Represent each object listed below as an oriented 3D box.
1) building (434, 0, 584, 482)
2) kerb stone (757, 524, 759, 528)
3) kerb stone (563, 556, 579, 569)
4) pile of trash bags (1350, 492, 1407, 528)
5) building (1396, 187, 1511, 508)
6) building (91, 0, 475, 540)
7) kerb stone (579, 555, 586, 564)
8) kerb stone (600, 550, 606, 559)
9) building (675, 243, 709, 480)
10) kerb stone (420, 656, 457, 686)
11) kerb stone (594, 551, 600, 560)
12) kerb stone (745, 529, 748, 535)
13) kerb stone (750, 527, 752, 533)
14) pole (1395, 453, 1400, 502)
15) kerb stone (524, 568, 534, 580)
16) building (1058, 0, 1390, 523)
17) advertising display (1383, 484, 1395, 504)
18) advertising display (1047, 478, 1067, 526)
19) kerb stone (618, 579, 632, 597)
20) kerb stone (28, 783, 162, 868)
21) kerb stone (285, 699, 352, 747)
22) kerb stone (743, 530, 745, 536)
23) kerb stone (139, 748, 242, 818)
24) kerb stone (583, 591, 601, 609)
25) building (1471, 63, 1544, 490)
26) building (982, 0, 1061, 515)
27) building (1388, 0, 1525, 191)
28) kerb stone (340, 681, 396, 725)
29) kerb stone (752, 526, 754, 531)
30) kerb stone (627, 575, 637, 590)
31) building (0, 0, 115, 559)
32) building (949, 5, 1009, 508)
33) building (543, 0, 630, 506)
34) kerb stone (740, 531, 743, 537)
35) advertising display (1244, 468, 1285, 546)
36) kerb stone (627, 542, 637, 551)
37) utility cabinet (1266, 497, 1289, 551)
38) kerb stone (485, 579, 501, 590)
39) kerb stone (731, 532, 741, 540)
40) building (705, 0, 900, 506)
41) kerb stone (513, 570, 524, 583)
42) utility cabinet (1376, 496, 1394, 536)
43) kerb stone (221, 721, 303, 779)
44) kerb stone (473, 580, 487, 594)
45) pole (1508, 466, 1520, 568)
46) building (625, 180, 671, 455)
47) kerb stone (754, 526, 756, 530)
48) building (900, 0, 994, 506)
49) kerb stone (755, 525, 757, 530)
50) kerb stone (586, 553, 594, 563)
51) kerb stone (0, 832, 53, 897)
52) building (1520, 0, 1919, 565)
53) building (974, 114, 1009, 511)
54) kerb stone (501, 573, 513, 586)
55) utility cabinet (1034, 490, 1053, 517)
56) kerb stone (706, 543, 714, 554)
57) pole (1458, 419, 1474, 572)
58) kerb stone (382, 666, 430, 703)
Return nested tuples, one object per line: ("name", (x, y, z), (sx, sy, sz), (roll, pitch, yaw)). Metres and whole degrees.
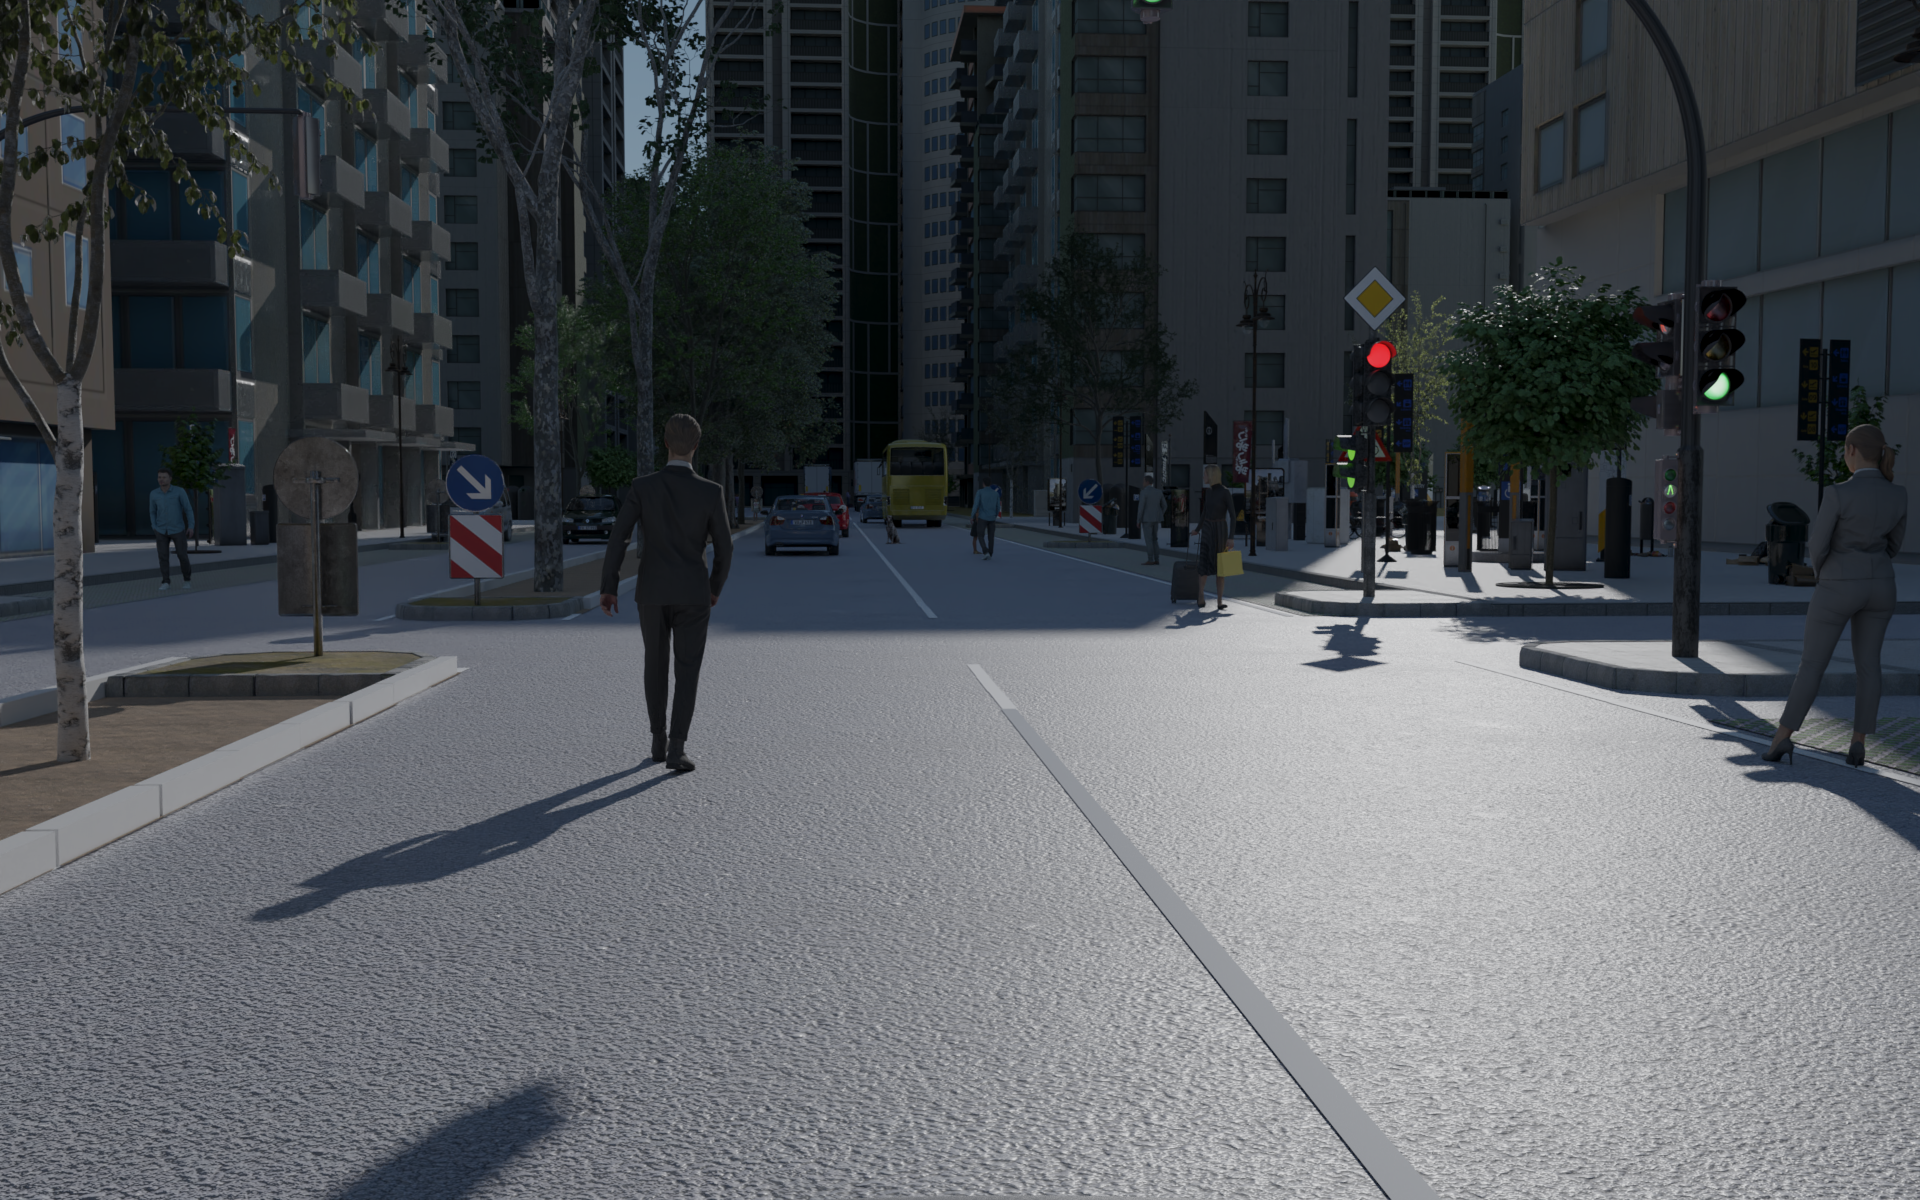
("building", (-29.922, -20.156, 101.248), (14.160, 30.474, 14.107), (0, 4, -4))
("kerb stone", (-8.197, -2.863, 69.003), (0.120, 0.150, 1.000), (0, 4, -4))
("kerb stone", (-7.681, -0.727, 34.080), (0.120, 0.150, 1.000), (0, 4, -4))
("pile of trash bags", (15.670, -3.445, 66.071), (1.912, 1.369, 3.447), (-1, 4, -20))
("building", (43.411, -24.162, 166.757), (14.107, 30.474, 14.160), (0, 4, -4))
("building", (-30.794, -26.898, 59.398), (23.786, 49.044, 30.456), (0, 4, -4))
("kerb stone", (-7.757, -0.790, 35.105), (0.120, 0.150, 1.000), (0, 4, -4))
("kerb stone", (-7.986, -0.977, 38.166), (0.120, 0.150, 1.000), (0, 4, -4))
("building", (-34.350, -25.370, 186.507), (14.107, 30.474, 14.160), (0, 4, -4))
("kerb stone", (-4.019, 0.552, 13.259), (0.120, 0.150, 1.000), (0, 4, -4))
("kerb stone", (-7.913, -0.914, 37.146), (0.120, 0.150, 1.000), (0, 4, -4))
("kerb stone", (-7.499, -2.299, 59.805), (0.120, 0.150, 1.000), (0, 4, -4))
("kerb stone", (-7.736, -2.484, 62.876), (0.120, 0.150, 1.000), (0, 4, -4))
("pole", (17.335, -4.575, 68.638), (0.158, 3.312, 0.155), (0, 3, 0))
("kerb stone", (-7.302, -0.409, 28.972), (0.120, 0.150, 1.000), (0, 4, -4))
("building", (11.430, -18.987, 82.140), (14.160, 30.474, 14.107), (0, 4, -4))
("advertising display", (24.229, -5.656, 97.688), (0.974, 1.923, 0.123), (1, 4, 10))
("advertising display", (3.901, -3.943, 69.675), (0.974, 1.923, 0.123), (-3, 5, -41))
("kerb stone", (-4.895, -0.174, 25.035), (0.120, 0.150, 1.000), (0, 4, -4))
("kerb stone", (-3.548, 0.922, 7.124), (0.120, 0.150, 1.000), (0, 4, -4))
("kerb stone", (-3.789, 0.735, 10.188), (0.120, 0.150, 1.000), (0, 4, -4))
("kerb stone", (-7.350, -2.175, 57.765), (0.120, 0.150, 1.000), (0, 4, -4))
("kerb stone", (-3.622, 0.859, 8.149), (0.120, 0.150, 1.000), (0, 4, -4))
("kerb stone", (-4.673, 0.017, 21.961), (0.120, 0.150, 1.000), (0, 4, -4))
("building", (58.450, -29.592, 167.428), (14.086, 41.232, 14.154), (0, 4, -4))
("building", (14.012, -30.176, 112.994), (23.786, 49.044, 30.456), (0, 4, -4))
("building", (52.507, -46.285, 195.005), (20.611, 71.187, 20.563), (0, 4, -4))
("kerb stone", (-3.855, 0.672, 11.211), (0.120, 0.150, 1.000), (0, 4, -4))
("kerb stone", (-7.884, -2.613, 64.922), (0.120, 0.150, 1.000), (0, 4, -4))
("kerb stone", (-4.977, -0.236, 26.056), (0.120, 0.150, 1.000), (0, 4, -4))
("building", (-25.055, -23.207, 29.550), (14.600, 45.320, 14.200), (0, 4, -4))
("building", (10.479, -30.706, 156.670), (22.147, 44.769, 28.867), (0, 4, -4))
("building", (-35.533, -42.841, 138.702), (20.563, 71.187, 20.611), (0, 4, -4))
("kerb stone", (-7.277, -2.113, 56.745), (0.120, 0.150, 1.000), (0, 4, -4))
("advertising display", (7.439, -2.273, 42.376), (0.974, 1.923, 0.123), (0, 4, 2))
("kerb stone", (-8.451, -1.348, 44.293), (0.120, 0.150, 1.000), (0, 4, -4))
("utility cabinet", (7.198, -1.726, 39.379), (0.306, 1.237, 1.020), (0, 4, -3))
("kerb stone", (-7.061, -0.226, 25.894), (0.120, 0.150, 1.000), (0, 4, -4))
("kerb stone", (-7.198, -2.051, 55.726), (0.120, 0.150, 1.000), (0, 4, -4))
("building", (-16.912, -46.008, 190.475), (20.611, 71.187, 20.563), (0, 4, -4))
("kerb stone", (-7.224, -0.351, 27.936), (0.120, 0.150, 1.000), (0, 4, -4))
("utility cabinet", (13.086, -2.620, 53.999), (0.306, 1.237, 1.020), (-1, 4, -23))
("kerb stone", (-3.707, 0.797, 9.167), (0.120, 0.150, 1.000), (0, 4, -4))
("kerb stone", (-6.989, -0.164, 24.874), (0.120, 0.150, 1.000), (0, 4, -4))
("pole", (9.599, -2.208, 29.942), (0.158, 3.312, 0.155), (0, 3, 0))
("building", (-34.859, -23.824, 161.229), (14.107, 30.474, 14.160), (0, 4, -4))
("kerb stone", (-7.959, -2.676, 65.942), (0.120, 0.150, 1.000), (0, 4, -4))
("building", (7.518, -39.764, 192.143), (28.212, 58.520, 21.231), (0, 4, -4))
("kerb stone", (-8.035, -2.738, 66.961), (0.120, 0.150, 1.000), (0, 4, -4))
("kerb stone", (-7.827, -0.850, 36.127), (0.120, 0.150, 1.000), (0, 4, -4))
("kerb stone", (-3.469, 0.986, 6.098), (0.120, 0.150, 1.000), (0, 4, -4))
("building", (29.301, -27.213, 34.174), (27.495, 52.752, 28.713), (0, 4, -4))
("building", (7.895, -22.245, 135.406), (14.160, 30.474, 14.107), (0, 4, -4))
("kerb stone", (-7.140, -0.288, 26.913), (0.120, 0.150, 1.000), (0, 4, -4))
("utility cabinet", (4.693, -5.335, 95.899), (1.173, 1.500, 0.318), (-1, 4, -16))
("kerb stone", (-6.275, -1.293, 43.433), (0.120, 0.150, 1.000), (0, 4, -4))
("pole", (8.326, -2.117, 28.452), (0.158, 3.312, 0.155), (0, 3, 0))
("kerb stone", (-3.937, 0.609, 12.234), (0.120, 0.150, 1.000), (0, 4, -4))
